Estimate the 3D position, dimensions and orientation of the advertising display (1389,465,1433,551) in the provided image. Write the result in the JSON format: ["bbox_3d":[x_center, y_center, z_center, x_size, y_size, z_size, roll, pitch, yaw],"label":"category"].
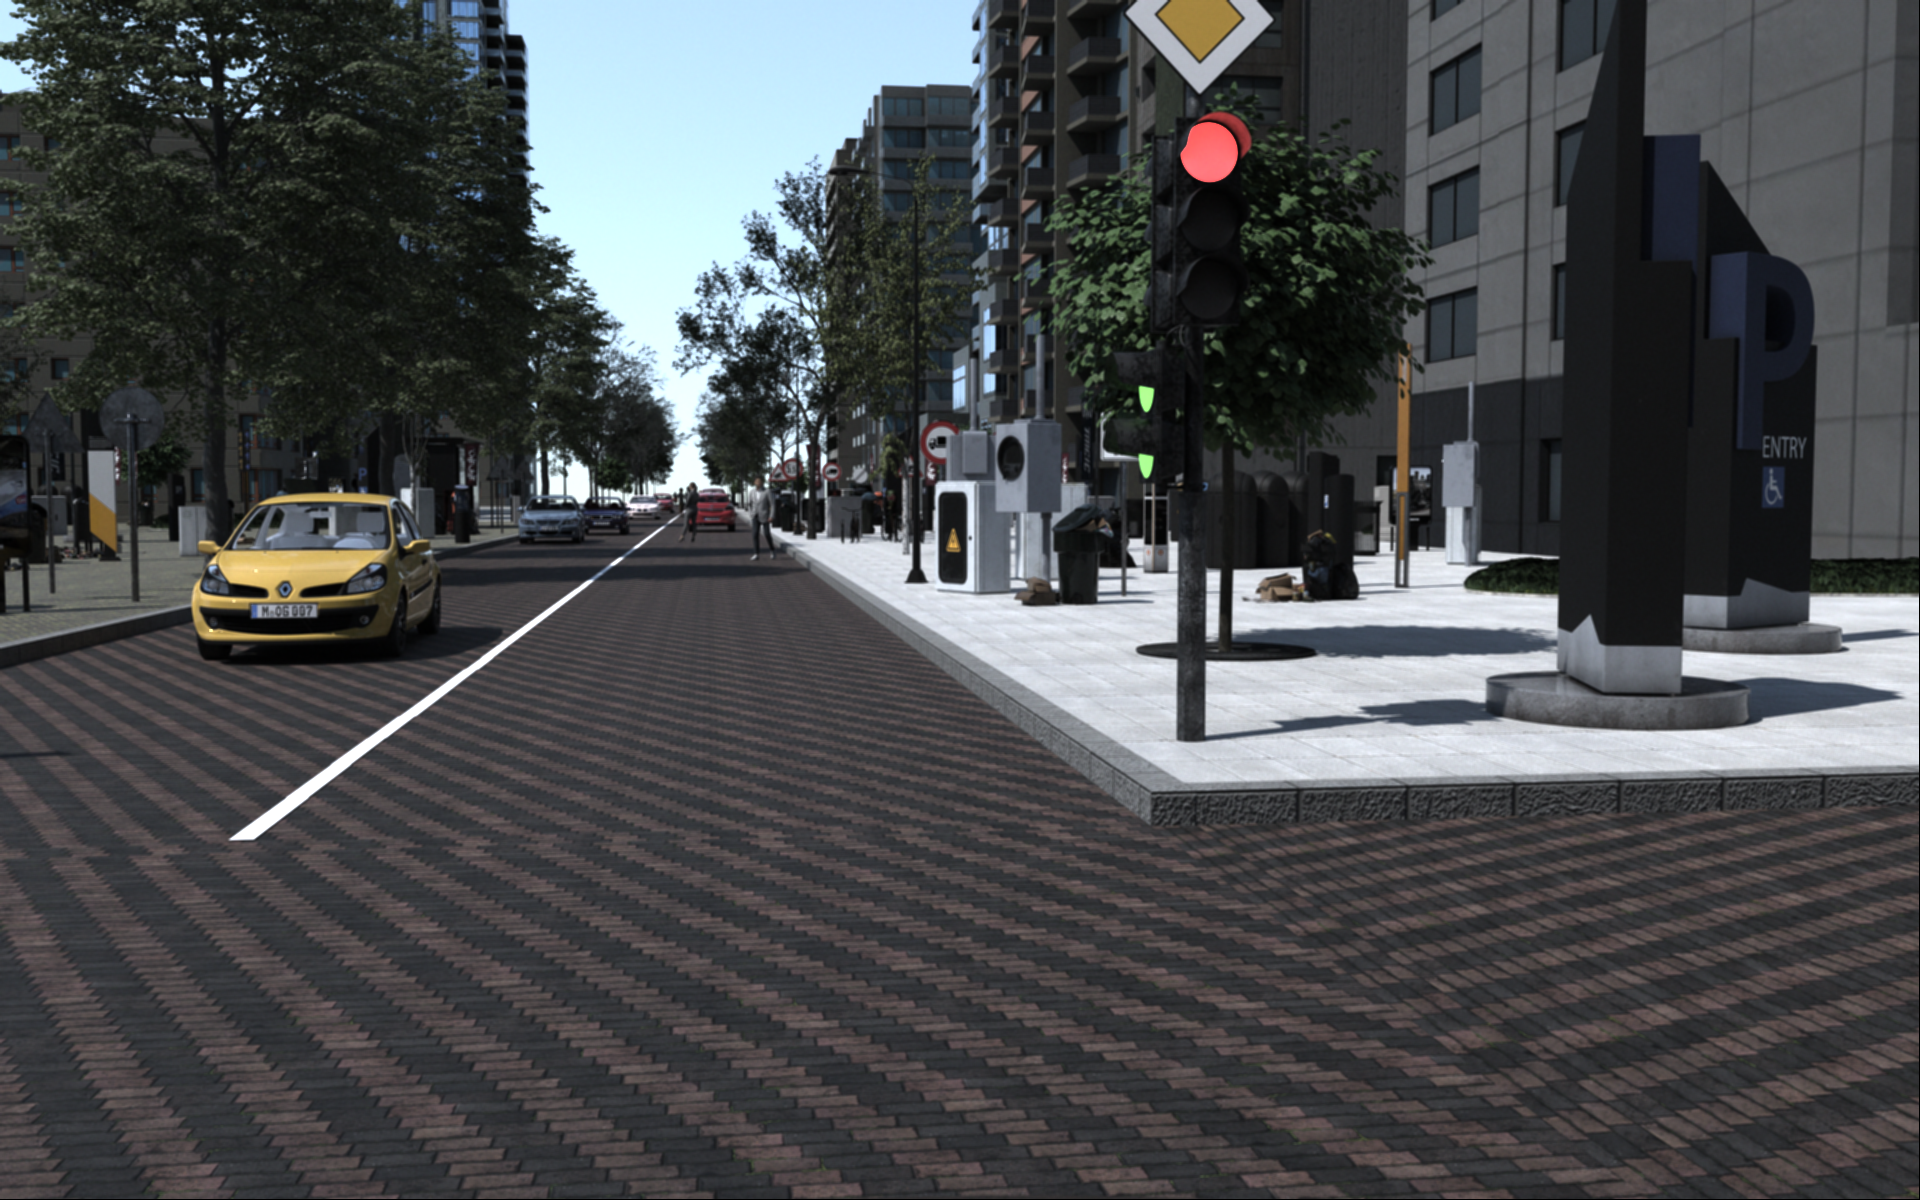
[{"bbox_3d":[10.120,-2.061,38.918,0.974,1.923,0.123,-1,4,-9],"label":"advertising display"}]

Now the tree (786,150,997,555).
[{"bbox_3d":[-1.388,-5.268,36.492,4.737,8.622,4.395,0,3,0],"label":"tree"}]

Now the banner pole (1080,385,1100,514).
[{"bbox_3d":[2.985,-3.022,39.434,0.401,3.779,0.863,3,5,39],"label":"banner pole"}]

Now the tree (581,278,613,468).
[{"bbox_3d":[-18.662,-9.664,76.136,7.486,12.596,7.792,0,3,0],"label":"tree"}]

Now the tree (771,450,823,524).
[{"bbox_3d":[-7.024,-4.928,75.178,1.663,3.219,1.824,0,3,0],"label":"tree"}]

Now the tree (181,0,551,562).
[{"bbox_3d":[-12.542,-7.390,38.958,7.486,12.596,7.792,0,3,0],"label":"tree"}]

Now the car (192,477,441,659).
[{"bbox_3d":[-5.967,-0.374,16.335,2.015,1.641,3.980,-1,4,-10],"label":"car"}]

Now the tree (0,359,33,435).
[{"bbox_3d":[-42.813,-7.620,74.957,4.737,8.622,4.395,0,3,0],"label":"tree"}]

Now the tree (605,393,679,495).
[{"bbox_3d":[-39.413,-18.755,213.298,9.857,13.997,8.962,0,3,0],"label":"tree"}]

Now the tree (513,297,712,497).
[{"bbox_3d":[-22.647,-12.048,107.347,12.009,13.543,11.850,0,3,0],"label":"tree"}]

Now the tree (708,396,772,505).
[{"bbox_3d":[-25.564,-17.203,199.398,7.486,12.596,7.792,0,3,0],"label":"tree"}]

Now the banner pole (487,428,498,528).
[{"bbox_3d":[-17.746,-4.629,65.702,0.401,3.779,0.863,0,4,-8],"label":"banner pole"}]

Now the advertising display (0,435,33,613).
[{"bbox_3d":[-10.497,-0.819,18.612,0.123,1.923,0.974,3,4,37],"label":"advertising display"}]

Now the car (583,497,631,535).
[{"bbox_3d":[-12.690,-3.003,61.675,1.945,1.354,3.894,-1,4,-9],"label":"car"}]

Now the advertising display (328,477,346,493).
[{"bbox_3d":[-23.994,-3.764,66.747,0.974,1.923,0.123,3,4,37],"label":"advertising display"}]

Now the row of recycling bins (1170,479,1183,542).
[{"bbox_3d":[6.984,-2.375,45.948,1.069,1.692,3.534,-3,5,-39],"label":"row of recycling bins"}]

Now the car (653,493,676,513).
[{"bbox_3d":[-22.338,-7.384,129.770,2.155,1.783,4.494,0,4,-7],"label":"car"}]

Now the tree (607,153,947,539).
[{"bbox_3d":[-4.289,-6.978,48.496,8.767,10.594,7.601,1,4,8],"label":"tree"}]

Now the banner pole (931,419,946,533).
[{"bbox_3d":[-0.650,-4.155,57.952,0.401,3.779,0.863,3,4,38],"label":"banner pole"}]

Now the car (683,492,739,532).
[{"bbox_3d":[-9.625,-3.544,66.980,2.155,1.783,4.494,-1,4,-9],"label":"car"}]

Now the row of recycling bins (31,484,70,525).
[{"bbox_3d":[-37.749,-3.894,70.778,3.534,1.692,1.069,-3,4,-37],"label":"row of recycling bins"}]

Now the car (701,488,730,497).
[{"bbox_3d":[-16.656,-6.624,116.971,2.281,1.827,5.304,0,4,-7],"label":"car"}]

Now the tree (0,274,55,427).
[{"bbox_3d":[-32.295,-6.534,57.198,4.360,8.622,3.978,0,3,0],"label":"tree"}]

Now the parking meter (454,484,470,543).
[{"bbox_3d":[-13.033,-2.258,45.337,0.372,1.533,0.369,0,3,0],"label":"parking meter"}]

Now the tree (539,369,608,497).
[{"bbox_3d":[-25.464,-11.364,120.214,8.767,10.594,7.601,0,4,8],"label":"tree"}]

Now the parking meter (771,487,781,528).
[{"bbox_3d":[-6.990,-3.518,65.936,0.372,1.533,0.369,0,3,0],"label":"parking meter"}]

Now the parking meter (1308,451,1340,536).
[{"bbox_3d":[5.010,-1.109,23.836,0.399,1.863,0.255,-2,4,-33],"label":"parking meter"}]

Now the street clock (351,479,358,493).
[{"bbox_3d":[-28.206,-4.677,81.032,0.471,2.002,0.358,2,4,29],"label":"street clock"}]

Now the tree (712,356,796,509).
[{"bbox_3d":[-18.946,-14.635,149.644,12.009,13.543,11.850,0,3,0],"label":"tree"}]

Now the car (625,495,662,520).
[{"bbox_3d":[-18.000,-5.270,98.520,2.083,1.381,4.827,-1,4,-9],"label":"car"}]

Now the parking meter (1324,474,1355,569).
[{"bbox_3d":[4.846,-0.840,22.149,0.372,1.533,0.369,0,3,0],"label":"parking meter"}]

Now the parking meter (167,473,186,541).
[{"bbox_3d":[-21.449,-2.553,47.449,0.255,1.863,0.399,2,4,34],"label":"parking meter"}]

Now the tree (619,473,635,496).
[{"bbox_3d":[-29.720,-9.831,155.334,1.663,3.219,1.824,0,3,0],"label":"tree"}]

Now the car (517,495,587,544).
[{"bbox_3d":[-12.119,-2.419,51.549,2.014,1.417,4.499,-1,4,-10],"label":"car"}]

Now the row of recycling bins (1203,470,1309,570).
[{"bbox_3d":[5.607,-1.441,30.681,1.069,1.692,3.534,3,5,42],"label":"row of recycling bins"}]

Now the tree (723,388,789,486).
[{"bbox_3d":[-12.442,-9.564,106.730,4.360,8.622,3.978,0,3,0],"label":"tree"}]

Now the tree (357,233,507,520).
[{"bbox_3d":[-14.307,-5.844,45.908,4.360,8.622,3.978,0,3,0],"label":"tree"}]

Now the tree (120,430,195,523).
[{"bbox_3d":[-33.786,-5.421,72.347,4.285,4.588,4.351,0,3,0],"label":"tree"}]

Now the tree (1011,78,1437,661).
[{"bbox_3d":[2.058,-1.844,13.868,4.285,4.588,4.351,0,3,0],"label":"tree"}]

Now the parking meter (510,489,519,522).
[{"bbox_3d":[-20.615,-4.391,80.197,0.372,1.533,0.369,0,3,0],"label":"parking meter"}]

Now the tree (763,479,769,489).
[{"bbox_3d":[-10.249,-6.261,96.973,1.663,3.219,1.824,0,3,0],"label":"tree"}]

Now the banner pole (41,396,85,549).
[{"bbox_3d":[-20.957,-3.082,40.411,0.863,3.779,0.401,-3,5,-39],"label":"banner pole"}]

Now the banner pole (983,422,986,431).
[{"bbox_3d":[0.834,-4.311,60.507,0.401,3.779,0.863,0,4,-4],"label":"banner pole"}]

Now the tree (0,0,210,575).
[{"bbox_3d":[-11.728,-6.708,27.798,7.486,12.596,7.792,0,3,0],"label":"tree"}]

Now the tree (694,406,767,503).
[{"bbox_3d":[-30.493,-19.898,231.993,9.857,13.997,8.962,0,3,0],"label":"tree"}]

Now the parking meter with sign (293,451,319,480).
[{"bbox_3d":[-25.917,-4.398,68.170,0.543,3.016,1.738,1,4,10],"label":"parking meter with sign"}]

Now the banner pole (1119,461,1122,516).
[{"bbox_3d":[4.915,-3.805,52.227,0.401,3.779,0.863,1,4,23],"label":"banner pole"}]

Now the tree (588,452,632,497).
[{"bbox_3d":[-27.430,-9.305,135.857,4.285,4.588,4.351,0,3,0],"label":"tree"}]

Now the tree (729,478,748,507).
[{"bbox_3d":[-22.604,-11.212,177.919,1.663,3.219,1.824,0,3,0],"label":"tree"}]
